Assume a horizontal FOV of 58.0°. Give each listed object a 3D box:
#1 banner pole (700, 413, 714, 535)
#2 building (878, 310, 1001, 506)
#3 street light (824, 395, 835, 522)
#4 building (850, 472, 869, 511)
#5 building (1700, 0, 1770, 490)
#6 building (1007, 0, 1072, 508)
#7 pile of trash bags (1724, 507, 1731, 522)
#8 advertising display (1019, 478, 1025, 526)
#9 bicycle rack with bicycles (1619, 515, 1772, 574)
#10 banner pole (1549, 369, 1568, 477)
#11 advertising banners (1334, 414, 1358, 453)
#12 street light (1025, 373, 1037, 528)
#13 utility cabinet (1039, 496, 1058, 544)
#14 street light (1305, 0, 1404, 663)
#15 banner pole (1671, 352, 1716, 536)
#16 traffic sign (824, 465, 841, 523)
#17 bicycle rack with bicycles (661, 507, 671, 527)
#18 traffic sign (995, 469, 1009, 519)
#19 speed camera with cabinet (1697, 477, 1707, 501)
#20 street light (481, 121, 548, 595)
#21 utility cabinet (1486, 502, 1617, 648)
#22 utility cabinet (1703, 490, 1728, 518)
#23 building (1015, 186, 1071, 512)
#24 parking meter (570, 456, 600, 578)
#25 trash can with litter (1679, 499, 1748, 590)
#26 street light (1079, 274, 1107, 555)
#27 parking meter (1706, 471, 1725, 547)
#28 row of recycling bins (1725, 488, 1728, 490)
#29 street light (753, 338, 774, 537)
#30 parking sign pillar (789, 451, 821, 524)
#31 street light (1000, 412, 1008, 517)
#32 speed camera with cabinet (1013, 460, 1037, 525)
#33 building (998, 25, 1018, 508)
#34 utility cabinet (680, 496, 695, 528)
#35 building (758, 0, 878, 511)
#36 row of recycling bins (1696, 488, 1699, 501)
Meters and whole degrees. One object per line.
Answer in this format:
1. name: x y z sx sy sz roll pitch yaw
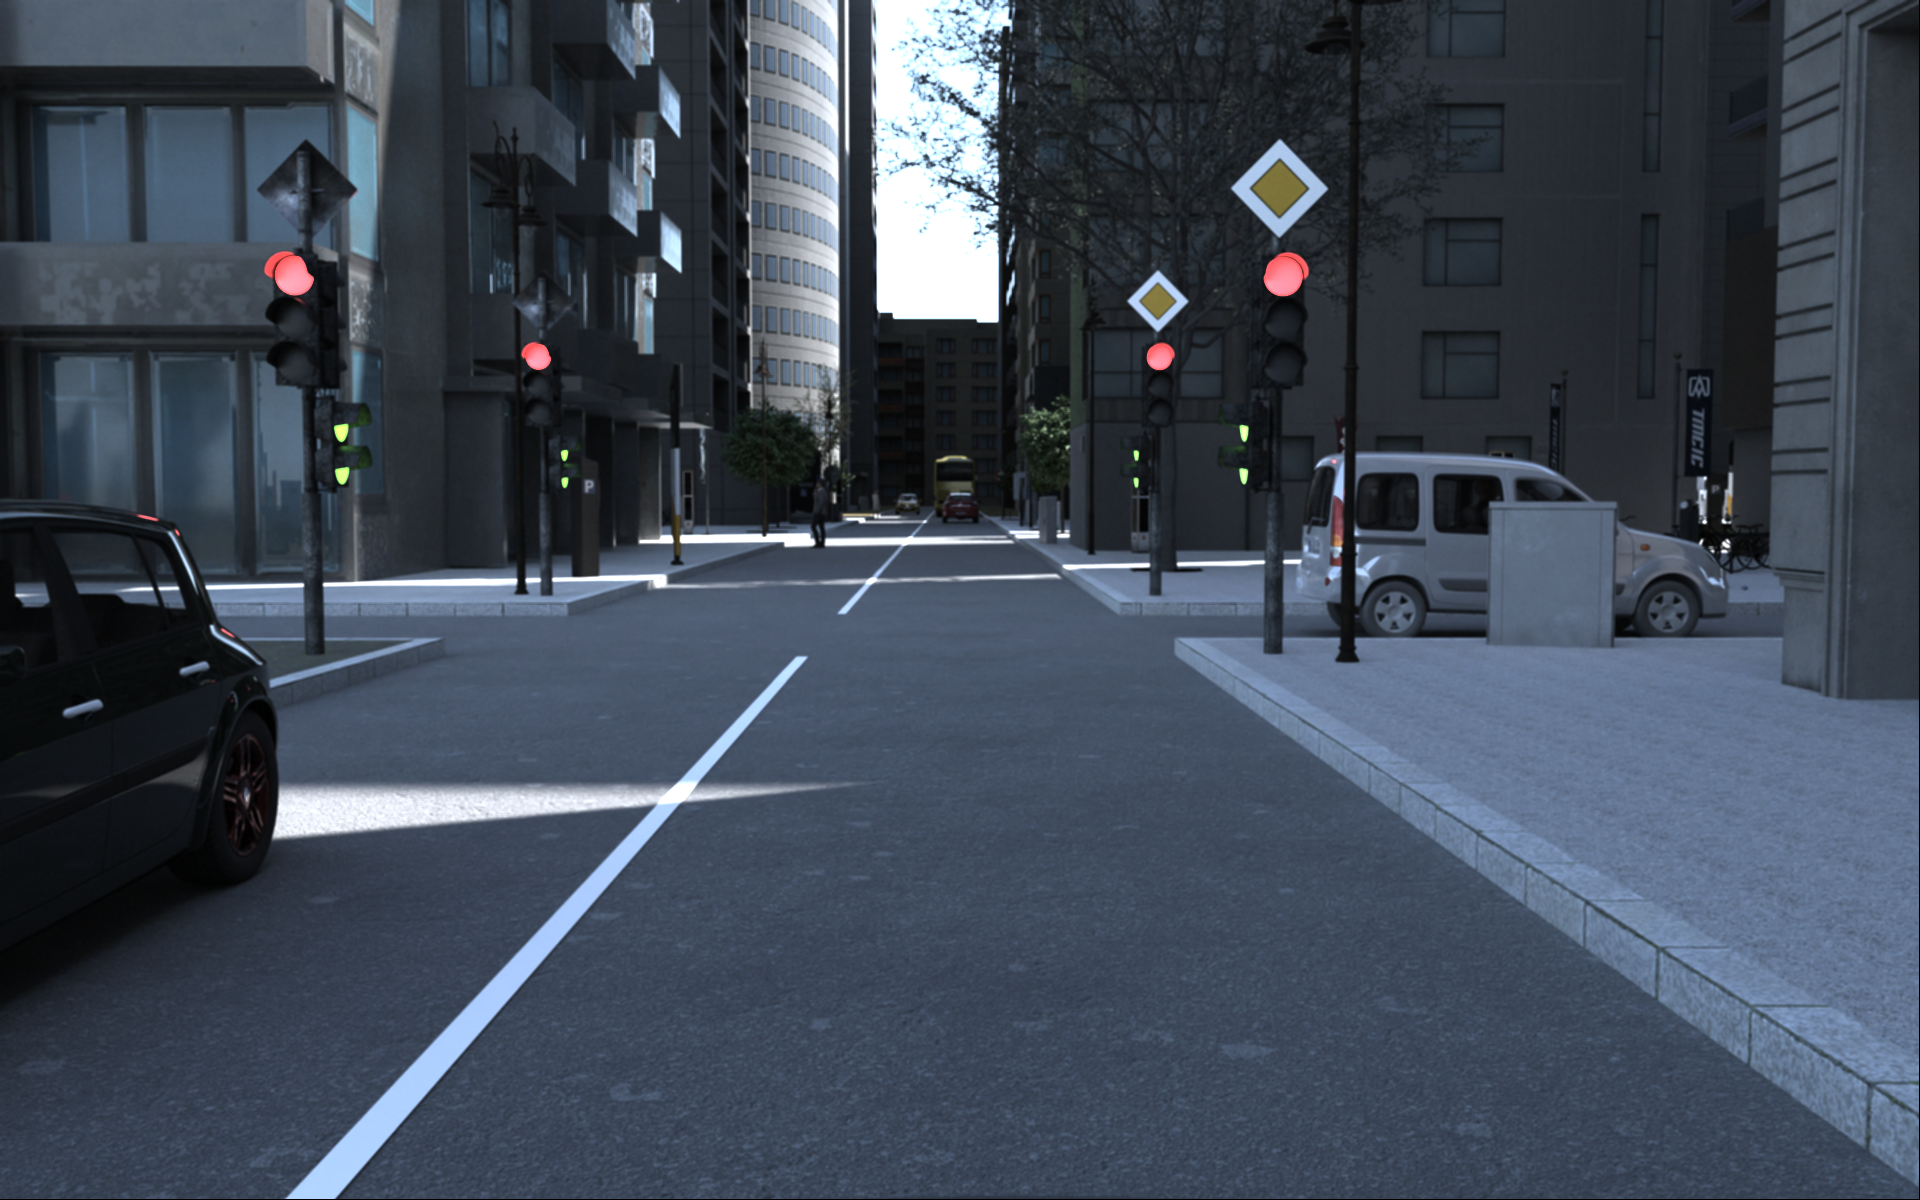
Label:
1. banner pole: -7.964 -3.912 53.985 0.401 3.779 0.863 -2 4 -29
2. building: -9.267 -21.419 195.242 28.899 21.520 27.650 0 4 0
3. street light: -6.077 -6.609 80.850 0.468 5.910 1.993 0 4 0
4. building: -23.695 -27.228 137.052 32.217 40.220 23.993 0 4 0
5. building: 67.503 -44.187 160.707 20.611 71.187 20.563 0 4 0
6. building: 15.222 -31.926 141.595 23.786 49.044 30.456 0 4 0
7. pile of trash bags: 40.941 -4.769 87.720 3.447 1.369 1.912 -1 4 -14
8. advertising display: 2.463 -3.896 68.907 0.123 1.923 0.974 0 4 7
9. bicycle rack with bicycles: 13.000 -0.950 28.918 2.925 0.926 2.852 0 4 -5
10. banner pole: 11.942 -2.727 34.596 0.401 3.779 0.863 3 5 44
11. advertising banners: 9.219 -2.552 37.907 2.074 3.025 0.090 1 4 19
12. street light: 2.707 -5.700 65.982 0.468 5.910 1.993 0 4 0
13. utility cabinet: 2.287 -2.078 45.130 0.306 1.237 1.020 -1 4 -9
14. street light: 2.966 -2.465 13.088 0.468 5.910 1.993 0 4 0
15. banner pole: 12.862 -2.481 30.576 0.863 3.779 0.401 0 4 1
16. traffic sign: -5.639 -4.662 76.335 0.768 2.556 0.104 0 4 6
17. bicycle rack with bicycles: -12.395 -3.359 68.303 2.925 0.926 2.852 0 4 -7
18. traffic sign: 2.197 -5.438 89.019 0.768 2.556 0.104 0 4 3
19. speed camera with cabinet: 35.293 -5.415 82.877 0.660 3.252 2.038 2 4 30
20. street light: -5.614 -3.010 22.001 0.468 5.910 1.993 0 4 0
21. utility cabinet: 5.012 -0.215 14.684 1.020 1.237 0.306 1 4 19
22. utility cabinet: 40.299 -5.119 92.369 0.318 1.500 1.173 -3 4 -38
23. building: 17.953 -16.333 112.088 27.650 21.520 28.899 0 4 0
24. parking meter: -5.781 -1.286 26.738 0.255 1.863 0.399 3 5 43
25. trash can with litter: 9.711 -0.749 23.299 1.678 1.210 2.233 1 4 19
26. street light: 2.789 -3.900 36.557 0.468 5.910 1.993 0 4 0
27. parking meter: 18.402 -2.230 42.179 0.399 1.863 0.255 2 4 24
28. row of recycling bins: 42.041 -5.234 92.681 1.069 1.692 3.534 0 4 -7
29. street light: -5.826 -4.810 51.426 0.468 5.910 1.993 0 4 0
30. parking sign pillar: -6.660 -5.278 74.774 1.447 3.967 1.447 2 4 26
31. street light: 2.435 -7.534 95.975 0.468 5.910 1.993 0 4 0
32. speed camera with cabinet: 2.722 -4.771 72.333 0.660 3.252 2.038 1 4 16
33. building: 10.671 -31.429 163.969 14.600 45.320 14.200 0 4 0
34. utility cabinet: -10.400 -3.311 65.295 0.306 1.237 1.020 1 4 23
35. building: -21.839 -37.816 160.290 28.212 58.520 21.231 0 4 0
36. row of recycling bins: 30.661 -4.058 73.454 1.069 1.692 3.534 1 4 18
